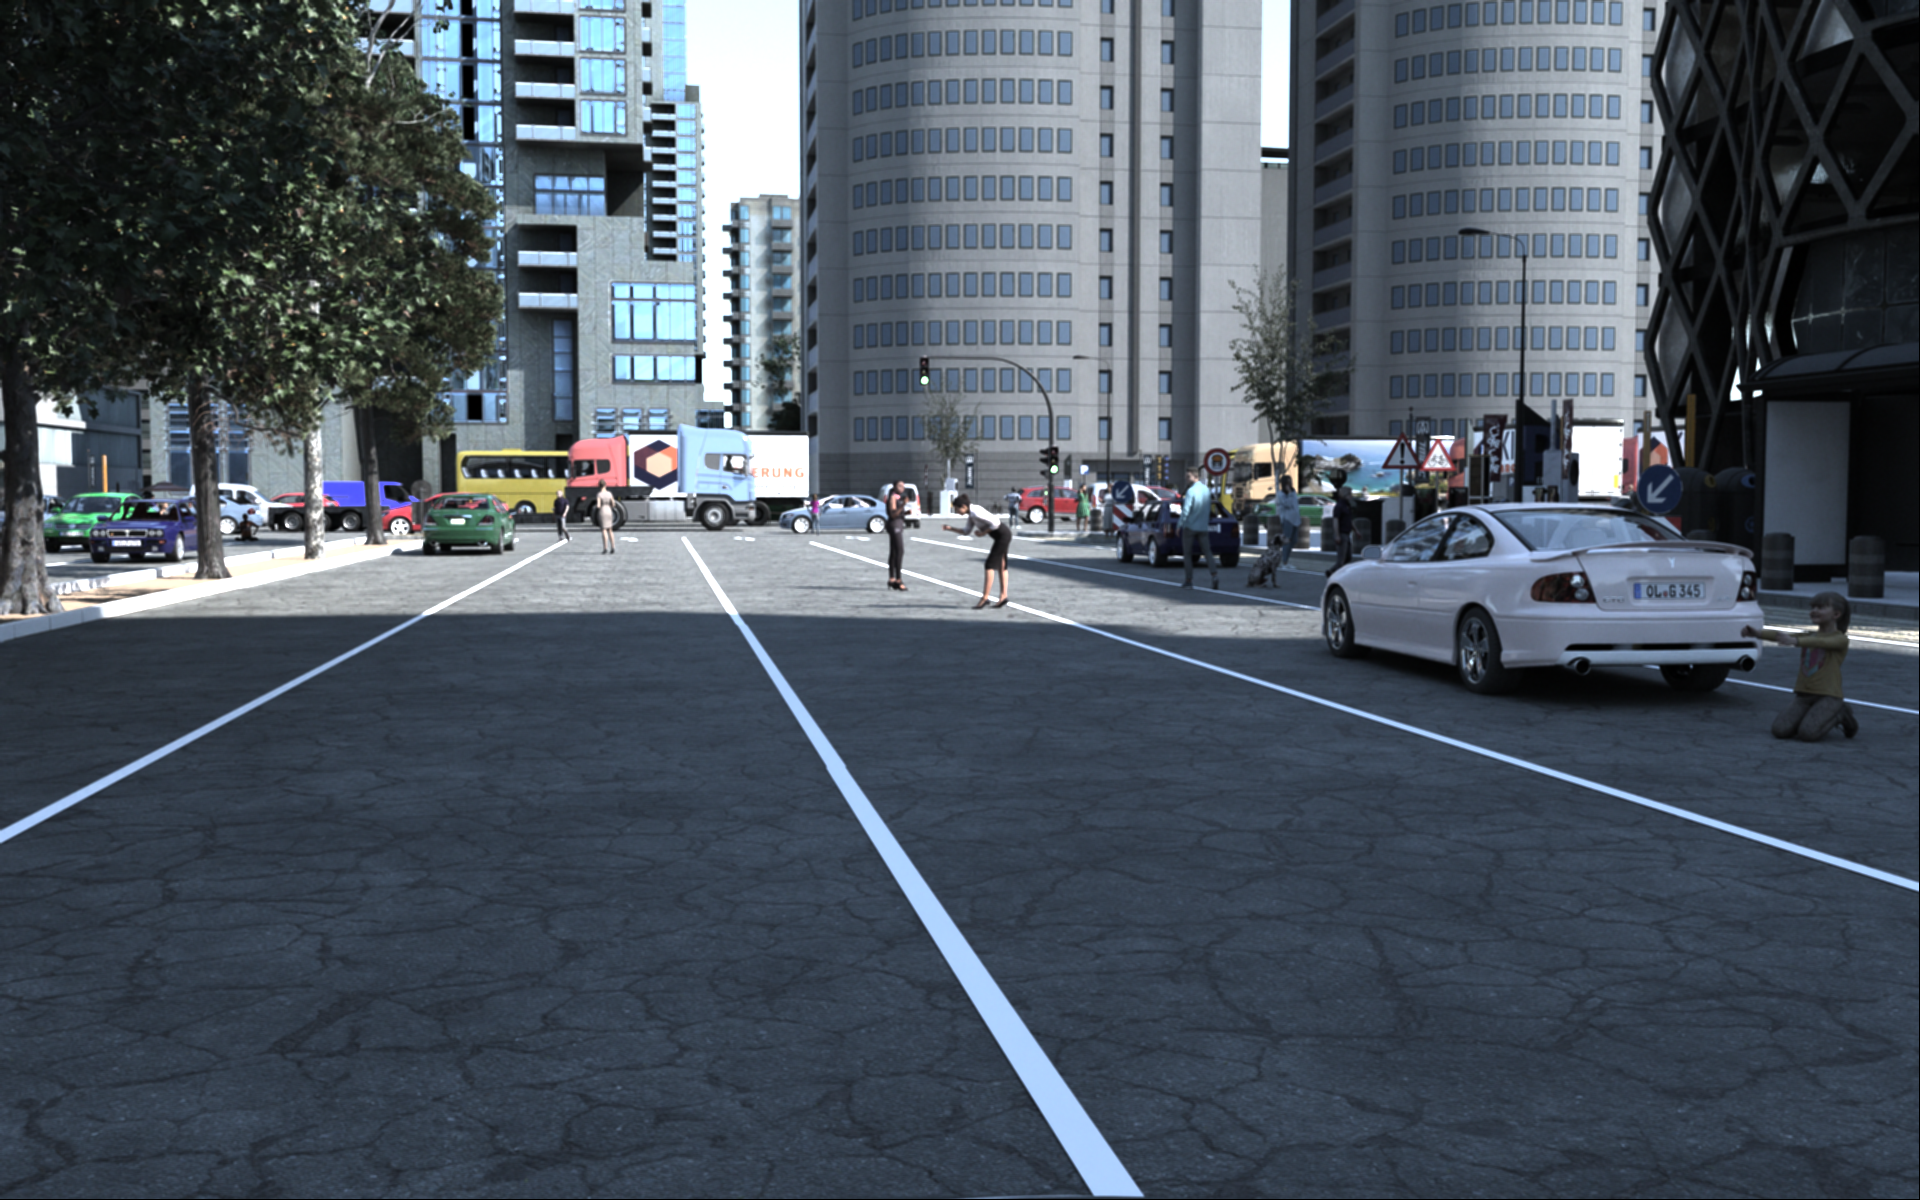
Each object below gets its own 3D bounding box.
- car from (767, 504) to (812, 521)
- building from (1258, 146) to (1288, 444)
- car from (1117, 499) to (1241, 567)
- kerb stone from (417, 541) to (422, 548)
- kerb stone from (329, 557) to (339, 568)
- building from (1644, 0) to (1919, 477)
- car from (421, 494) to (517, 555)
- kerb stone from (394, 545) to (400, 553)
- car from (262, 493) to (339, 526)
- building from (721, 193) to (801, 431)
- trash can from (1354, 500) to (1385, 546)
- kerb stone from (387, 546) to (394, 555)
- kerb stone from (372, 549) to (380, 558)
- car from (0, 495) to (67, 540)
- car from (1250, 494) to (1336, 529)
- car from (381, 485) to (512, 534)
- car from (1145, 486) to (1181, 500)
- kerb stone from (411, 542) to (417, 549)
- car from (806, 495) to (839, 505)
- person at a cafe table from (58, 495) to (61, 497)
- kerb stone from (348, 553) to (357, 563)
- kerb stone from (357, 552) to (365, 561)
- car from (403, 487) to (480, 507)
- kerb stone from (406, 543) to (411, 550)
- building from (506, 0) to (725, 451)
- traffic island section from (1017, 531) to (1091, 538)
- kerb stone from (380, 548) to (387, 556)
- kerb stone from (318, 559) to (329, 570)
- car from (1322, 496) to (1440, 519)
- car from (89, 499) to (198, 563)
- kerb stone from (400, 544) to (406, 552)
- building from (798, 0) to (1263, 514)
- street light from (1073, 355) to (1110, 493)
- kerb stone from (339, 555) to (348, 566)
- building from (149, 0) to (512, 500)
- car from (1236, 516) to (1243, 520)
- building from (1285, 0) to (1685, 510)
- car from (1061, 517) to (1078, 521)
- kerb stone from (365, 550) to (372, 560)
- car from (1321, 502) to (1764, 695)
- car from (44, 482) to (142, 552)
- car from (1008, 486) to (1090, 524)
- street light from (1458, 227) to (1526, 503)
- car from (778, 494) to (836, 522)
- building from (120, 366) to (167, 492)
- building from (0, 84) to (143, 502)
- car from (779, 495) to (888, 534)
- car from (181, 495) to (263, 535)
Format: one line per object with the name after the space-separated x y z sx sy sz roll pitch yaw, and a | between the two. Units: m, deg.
-8.249 -4.380 81.396 4.222 1.686 2.009 -1 4 -11 | car
33.803 -31.957 206.097 14.086 41.232 14.154 -1 4 -10 | building
4.381 -1.388 35.267 1.945 1.354 3.894 -1 4 -9 | car
-14.502 -1.458 46.038 0.120 0.150 1.000 -1 4 -10 | kerb stone
-12.351 -0.713 33.859 0.120 0.150 1.000 -1 4 -10 | kerb stone
27.500 -10.700 42.395 16.820 18.784 16.811 -1 4 -10 | building
-11.968 -1.866 42.306 2.131 1.459 4.920 -1 4 -9 | car
-13.783 -1.207 41.985 0.120 0.150 1.000 -1 4 -10 | kerb stone
-29.857 -4.155 76.979 4.494 1.783 2.155 -1 4 -11 | car
-22.648 -40.160 276.219 30.456 49.044 23.786 -1 4 -10 | building
9.868 -1.843 41.785 0.748 1.137 0.748 0 3 0 | trash can
-13.594 -1.148 40.966 0.120 0.150 1.000 -1 4 -10 | kerb stone
-13.245 -1.024 38.940 0.120 0.150 1.000 -1 4 -10 | kerb stone
-26.692 -2.301 49.618 2.014 1.417 4.499 -1 4 -9 | car
13.781 -3.423 67.760 4.920 1.459 2.131 -1 4 -12 | car
-17.373 -3.007 58.209 4.494 1.783 2.155 -1 4 -12 | car
9.217 -4.461 81.607 5.304 1.827 2.281 -1 4 -12 | car
-14.318 -1.396 45.022 0.120 0.150 1.000 -1 4 -10 | kerb stone
-5.447 -4.401 84.325 4.827 1.381 2.083 -1 4 -8 | car
-52.245 -5.480 100.467 1.698 1.238 1.726 -2 4 -27 | person at a cafe table
-12.710 -0.838 35.900 0.120 0.150 1.000 -1 4 -10 | kerb stone
-12.893 -0.900 36.914 0.120 0.150 1.000 -1 4 -10 | kerb stone
-24.469 -4.487 82.409 4.494 1.783 2.155 -1 4 -11 | car
-14.146 -1.334 44.008 0.120 0.150 1.000 -1 4 -10 | kerb stone
-52.883 -58.516 269.404 31.000 86.520 22.319 -1 4 -10 | building
3.066 -2.187 58.043 2.009 0.180 2.903 -1 4 -10 | traffic island section
-13.426 -1.083 39.952 0.120 0.150 1.000 -1 4 -10 | kerb stone
-12.171 -0.648 32.844 0.120 0.150 1.000 -1 4 -10 | kerb stone
15.733 -3.144 63.772 4.827 1.381 2.083 -1 4 -9 | car
-17.402 -1.517 37.380 1.945 1.354 3.894 -1 4 -9 | car
-13.958 -1.271 42.997 0.120 0.150 1.000 -1 4 -10 | kerb stone
3.764 -35.278 118.796 28.212 58.520 21.231 -1 4 -10 | building
4.462 -5.237 58.162 1.470 5.913 1.316 -1 4 -10 | street light
-12.533 -0.776 34.887 0.120 0.150 1.000 -1 4 -10 | kerb stone
-33.141 -48.808 110.683 31.000 86.520 22.319 -1 4 -10 | building
16.718 -4.995 94.024 4.827 1.381 2.083 -1 4 -12 | car
39.806 -35.530 122.913 28.212 58.520 21.231 -1 4 -10 | building
6.931 -4.827 91.498 3.894 1.354 1.945 -1 4 -11 | car
-13.074 -0.959 37.927 0.120 0.150 1.000 -1 4 -10 | kerb stone
4.407 -0.091 13.854 2.083 1.381 4.827 0 4 -8 | car
-21.803 -2.155 44.027 1.959 1.807 4.718 -1 4 -9 | car
5.015 -4.668 84.994 5.304 1.827 2.281 -1 4 -10 | car
9.364 -3.541 30.437 1.470 5.913 1.316 -1 4 -10 | street light
-7.634 -4.686 86.397 4.222 1.686 2.009 0 4 -8 | car
-122.818 -29.531 254.538 14.107 30.474 14.160 -1 4 -10 | building
-70.286 -31.722 107.892 27.495 52.752 28.713 -1 4 -10 | building
-4.392 -3.162 63.699 4.499 1.417 2.014 -1 4 -9 | car
-27.231 -3.034 61.607 4.499 1.417 2.014 -1 4 -11 | car
